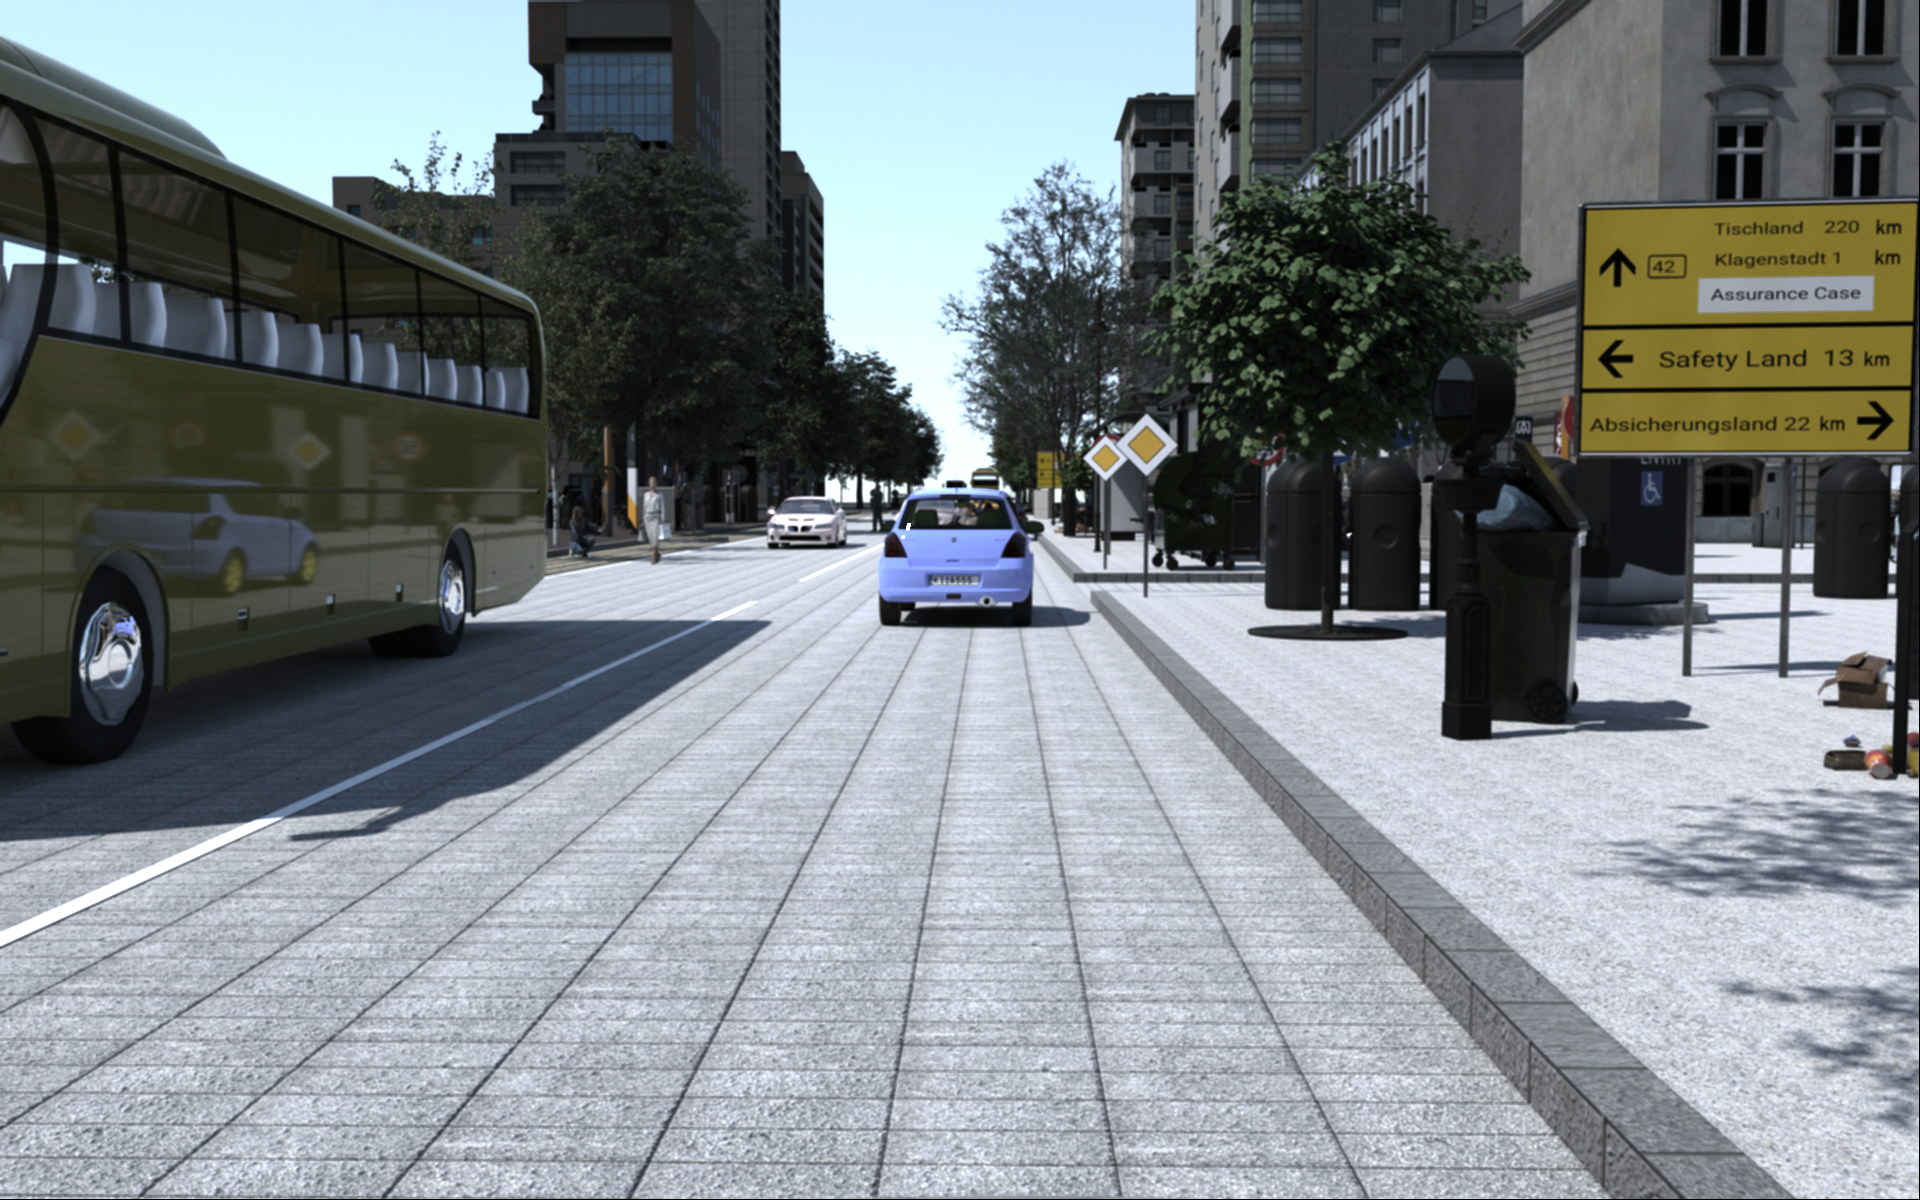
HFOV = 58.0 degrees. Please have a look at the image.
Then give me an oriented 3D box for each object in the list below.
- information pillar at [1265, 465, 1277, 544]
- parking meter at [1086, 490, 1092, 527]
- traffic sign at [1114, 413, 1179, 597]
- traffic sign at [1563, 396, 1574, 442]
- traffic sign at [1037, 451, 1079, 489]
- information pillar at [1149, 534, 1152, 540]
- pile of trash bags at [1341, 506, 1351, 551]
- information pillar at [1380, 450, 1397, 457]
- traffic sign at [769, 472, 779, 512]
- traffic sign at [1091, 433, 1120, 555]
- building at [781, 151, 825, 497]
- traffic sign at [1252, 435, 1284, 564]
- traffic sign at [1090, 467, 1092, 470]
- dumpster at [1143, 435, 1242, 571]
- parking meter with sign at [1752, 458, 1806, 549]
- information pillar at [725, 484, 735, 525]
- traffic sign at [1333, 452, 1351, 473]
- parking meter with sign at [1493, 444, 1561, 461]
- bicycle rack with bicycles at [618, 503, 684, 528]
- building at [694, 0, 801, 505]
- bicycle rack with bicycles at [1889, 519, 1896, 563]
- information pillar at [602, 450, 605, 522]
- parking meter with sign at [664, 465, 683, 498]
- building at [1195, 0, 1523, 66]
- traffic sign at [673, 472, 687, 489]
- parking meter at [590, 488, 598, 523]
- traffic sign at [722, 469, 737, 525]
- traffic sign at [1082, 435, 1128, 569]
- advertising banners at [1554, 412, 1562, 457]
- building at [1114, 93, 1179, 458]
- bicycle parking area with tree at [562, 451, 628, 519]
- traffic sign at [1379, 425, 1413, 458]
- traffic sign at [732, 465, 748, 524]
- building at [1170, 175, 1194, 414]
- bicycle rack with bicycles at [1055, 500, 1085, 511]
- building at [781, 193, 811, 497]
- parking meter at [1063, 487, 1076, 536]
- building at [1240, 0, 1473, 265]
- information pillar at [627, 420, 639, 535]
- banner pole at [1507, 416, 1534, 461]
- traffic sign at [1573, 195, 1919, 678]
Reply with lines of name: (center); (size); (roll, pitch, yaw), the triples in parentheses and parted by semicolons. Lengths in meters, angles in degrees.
information pillar: (7.464, -3.064, 41.449); (0.504, 3.616, 0.183); (2, 4, 26)
parking meter: (5.014, -3.574, 66.848); (0.372, 1.533, 0.369); (0, 3, 0)
traffic sign: (2.302, -1.088, 21.438); (0.795, 2.450, 0.064); (0, 4, 1)
traffic sign: (7.537, -1.251, 20.566); (0.768, 2.556, 0.104); (1, 4, 9)
traffic sign: (4.786, -5.432, 82.685); (2.265, 3.308, 0.079); (0, 4, 6)
information pillar: (5.480, -2.677, 48.254); (0.304, 2.012, 0.304); (-3, 5, -45)
pile of trash bags: (10.180, -1.811, 39.357); (3.447, 1.369, 1.912); (1, 4, 14)
information pillar: (5.506, -1.888, 22.229); (0.183, 3.616, 0.504); (0, 4, -2)
traffic sign: (-10.401, -5.975, 97.800); (0.768, 2.556, 0.104); (1, 4, 10)
traffic sign: (3.138, -2.226, 36.495); (0.768, 2.556, 0.104); (1, 4, 11)
building: (-31.066, -38.170, 247.785); (21.300, 48.544, 21.600); (0, 4, 1)
traffic sign: (5.525, -1.922, 31.535); (0.768, 2.556, 0.104); (0, 4, 3)
traffic sign: (3.948, -2.921, 47.858); (0.768, 2.556, 0.104); (1, 4, 8)
dumpster: (3.963, -1.657, 29.589); (1.502, 2.255, 1.985); (0, 4, 1)
parking meter with sign: (19.434, -2.735, 40.977); (0.543, 3.016, 1.738); (-1, 4, -9)
information pillar: (-9.701, -4.193, 73.051); (0.304, 2.012, 0.304); (1, 4, 12)
traffic sign: (6.656, -1.880, 30.852); (0.768, 2.556, 0.104); (0, 4, 7)
parking meter with sign: (10.824, -2.207, 32.345); (1.738, 3.016, 0.543); (0, 4, 7)
bicycle rack with bicycles: (-12.032, -3.238, 66.331); (2.852, 0.926, 2.925); (2, 4, 29)
building: (-30.384, -47.321, 211.946); (20.563, 71.187, 20.611); (0, 4, 1)
bicycle rack with bicycles: (18.293, -1.208, 33.134); (2.852, 0.926, 2.925); (0, 4, -2)
information pillar: (-16.276, -5.370, 79.152); (0.183, 3.616, 0.504); (-1, 4, -15)
parking meter with sign: (-16.931, -6.620, 104.505); (1.738, 3.016, 0.543); (-2, 4, -25)
building: (33.475, -33.533, 137.506); (28.713, 52.752, 27.495); (0, 4, 1)
traffic sign: (-12.716, -4.683, 78.692); (0.606, 2.300, 0.079); (0, 4, 2)
parking meter: (-16.151, -4.160, 76.430); (0.372, 1.533, 0.369); (0, 3, 0)
traffic sign: (-9.482, -4.231, 71.313); (0.606, 2.300, 0.079); (0, 4, 4)
traffic sign: (2.469, -1.577, 29.422); (0.795, 2.450, 0.064); (0, 4, 1)
advertising banners: (12.683, -2.542, 37.743); (0.090, 3.025, 2.074); (-1, 4, -8)
building: (35.153, -38.893, 225.141); (28.713, 52.752, 27.495); (0, 4, 1)
bicycle parking area with tree: (-22.684, -6.836, 98.765); (9.016, 4.147, 8.231); (3, 5, 43)
traffic sign: (5.058, -1.237, 20.332); (0.768, 2.556, 0.104); (0, 4, 7)
traffic sign: (-9.608, -4.598, 75.289); (0.768, 2.556, 0.104); (0, 4, 2)
building: (26.179, -23.694, 159.104); (14.160, 30.474, 14.107); (0, 4, 1)
bicycle rack with bicycles: (6.795, -5.523, 103.687); (2.925, 0.926, 2.852); (1, 4, 15)
building: (-27.641, -33.427, 230.123); (14.154, 41.232, 14.086); (0, 4, 1)
parking meter: (3.333, -2.704, 52.625); (0.372, 1.533, 0.369); (0, 3, 0)
building: (25.779, -26.524, 117.262); (14.154, 41.232, 14.086); (0, 4, 1)
information pillar: (-10.386, -3.893, 55.005); (0.183, 3.616, 0.504); (-3, 5, -43)
banner pole: (15.822, -3.620, 49.202); (0.863, 3.779, 0.401); (1, 4, 15)
traffic sign: (5.441, -1.112, 12.053); (2.265, 3.308, 0.079); (0, 4, 8)
